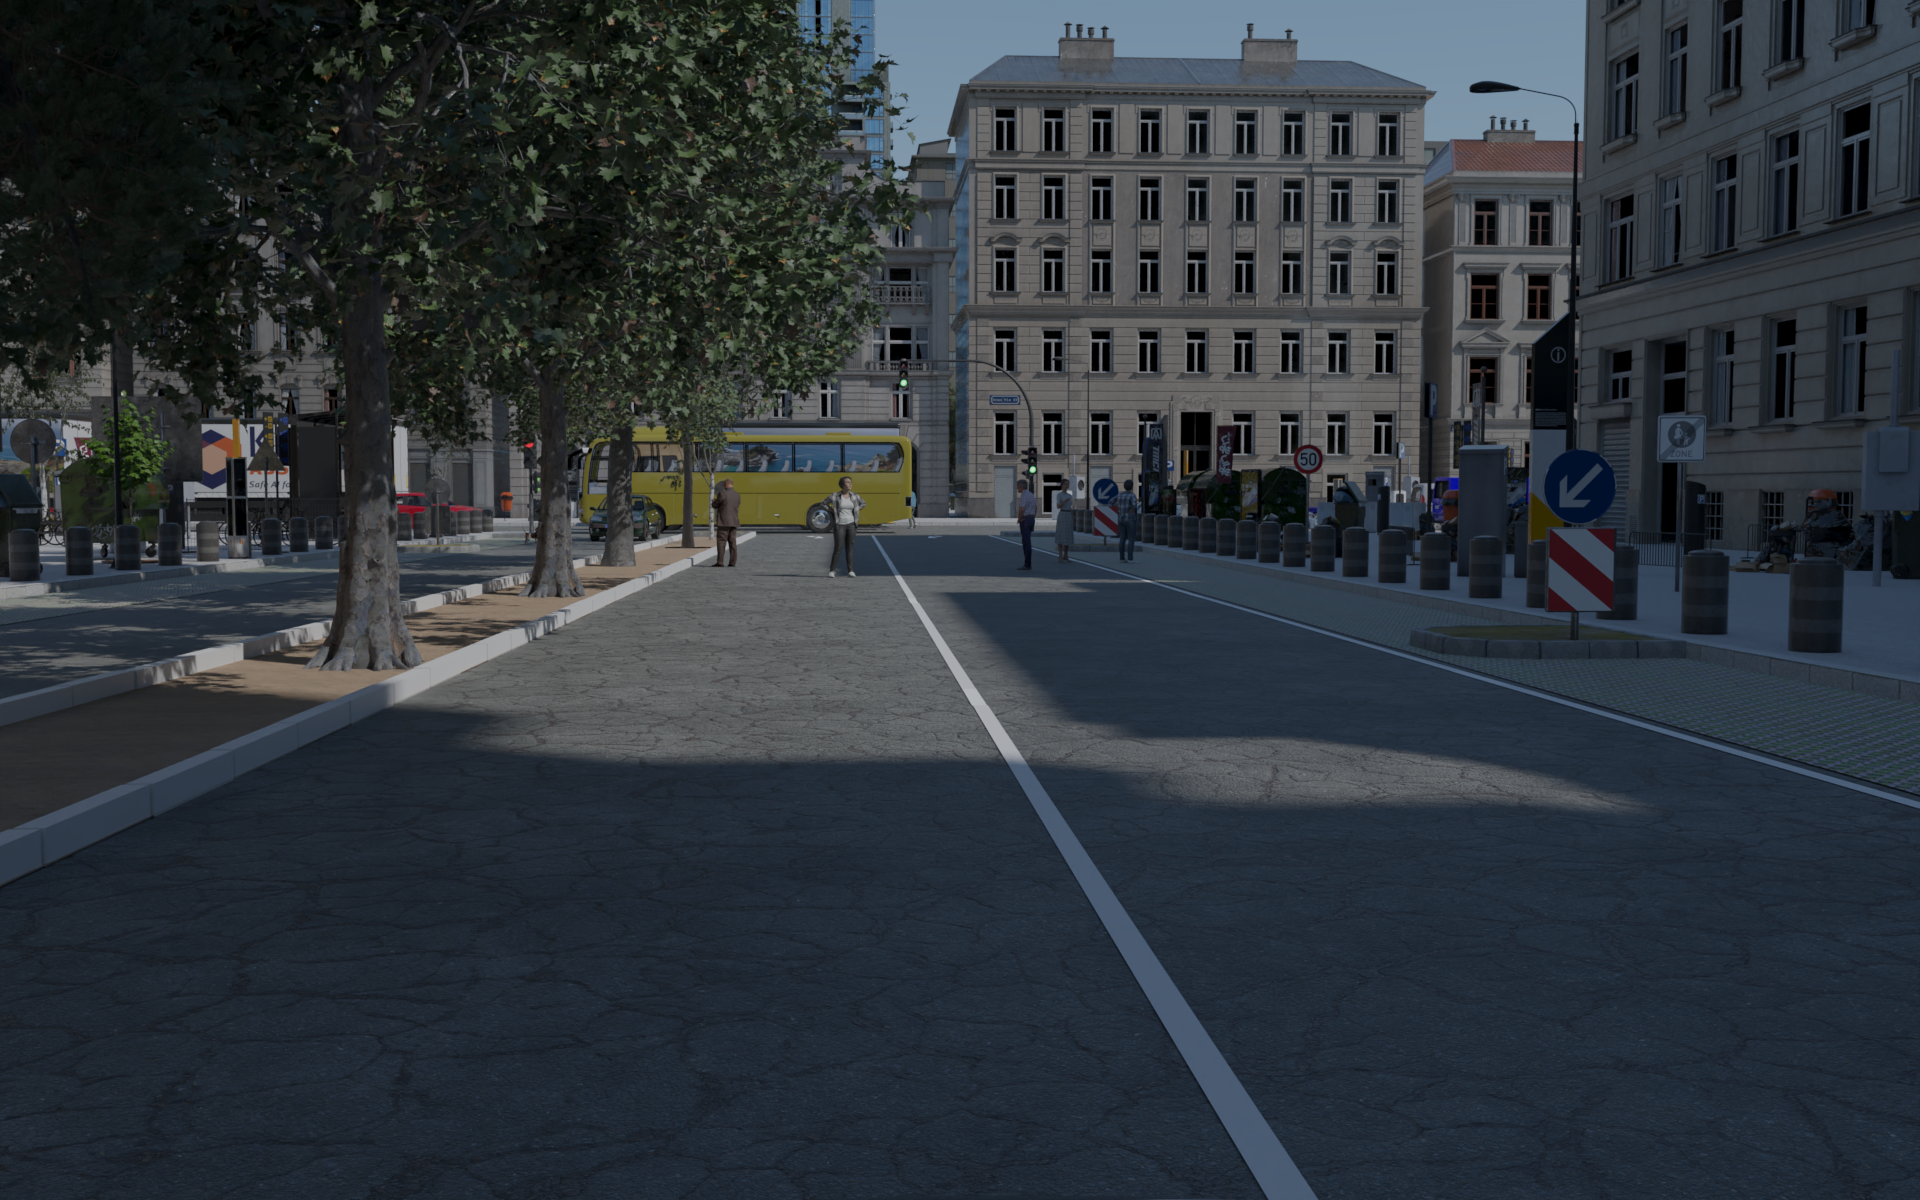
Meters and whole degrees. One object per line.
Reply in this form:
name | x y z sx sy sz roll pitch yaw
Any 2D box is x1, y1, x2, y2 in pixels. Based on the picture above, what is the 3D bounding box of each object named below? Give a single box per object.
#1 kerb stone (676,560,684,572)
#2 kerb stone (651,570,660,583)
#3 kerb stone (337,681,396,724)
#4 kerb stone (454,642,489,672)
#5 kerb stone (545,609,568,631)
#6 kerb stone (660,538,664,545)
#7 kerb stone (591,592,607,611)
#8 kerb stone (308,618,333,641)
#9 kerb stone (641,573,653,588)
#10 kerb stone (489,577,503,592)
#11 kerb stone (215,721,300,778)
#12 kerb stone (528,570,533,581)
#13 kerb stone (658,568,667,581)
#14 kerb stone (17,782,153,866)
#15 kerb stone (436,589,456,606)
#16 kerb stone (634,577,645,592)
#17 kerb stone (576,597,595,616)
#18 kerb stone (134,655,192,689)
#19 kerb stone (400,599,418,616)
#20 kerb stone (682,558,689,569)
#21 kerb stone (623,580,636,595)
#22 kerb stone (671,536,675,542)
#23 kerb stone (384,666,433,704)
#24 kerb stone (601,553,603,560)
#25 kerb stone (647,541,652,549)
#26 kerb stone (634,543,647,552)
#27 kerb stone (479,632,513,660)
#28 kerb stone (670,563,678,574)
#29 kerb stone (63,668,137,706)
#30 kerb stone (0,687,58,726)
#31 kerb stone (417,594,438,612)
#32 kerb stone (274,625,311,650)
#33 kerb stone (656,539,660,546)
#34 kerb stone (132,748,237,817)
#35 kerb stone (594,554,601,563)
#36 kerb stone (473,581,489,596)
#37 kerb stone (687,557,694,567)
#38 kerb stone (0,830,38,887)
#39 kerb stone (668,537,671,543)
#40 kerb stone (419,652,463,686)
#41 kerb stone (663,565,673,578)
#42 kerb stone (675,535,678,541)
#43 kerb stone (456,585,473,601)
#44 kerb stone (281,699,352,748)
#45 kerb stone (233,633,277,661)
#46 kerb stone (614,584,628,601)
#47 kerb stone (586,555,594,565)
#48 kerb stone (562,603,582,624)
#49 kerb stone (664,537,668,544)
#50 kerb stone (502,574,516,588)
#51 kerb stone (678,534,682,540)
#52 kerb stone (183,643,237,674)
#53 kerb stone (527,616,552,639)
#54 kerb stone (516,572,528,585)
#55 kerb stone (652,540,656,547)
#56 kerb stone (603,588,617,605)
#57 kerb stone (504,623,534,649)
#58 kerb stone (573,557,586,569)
kerb stone | -5.226 -0.586 31.769 0.120 0.150 1.000 0 4 -4
kerb stone | -4.954 -0.334 27.657 0.120 0.150 1.000 0 4 -4
kerb stone | -3.872 0.670 11.248 0.120 0.150 1.000 0 4 -4
kerb stone | -4.083 0.484 14.336 0.120 0.150 1.000 0 4 -4
kerb stone | -4.349 0.236 18.445 0.120 0.150 1.000 0 4 -4
kerb stone | -8.392 -1.577 47.985 0.120 0.150 1.000 0 4 -4
kerb stone | -4.545 0.042 21.513 0.120 0.150 1.000 0 4 -4
kerb stone | -6.367 0.304 17.234 0.120 0.150 1.000 0 4 -4
kerb stone | -4.882 -0.272 26.636 0.120 0.150 1.000 0 4 -4
kerb stone | -6.905 -0.197 25.430 0.120 0.150 1.000 0 4 -4
kerb stone | -3.740 0.795 9.203 0.120 0.150 1.000 0 4 -4
kerb stone | -7.109 -0.381 28.505 0.120 0.150 1.000 0 4 -4
kerb stone | -5.014 -0.397 28.680 0.120 0.150 1.000 0 4 -4
kerb stone | -3.608 0.921 7.156 0.120 0.150 1.000 0 4 -4
kerb stone | -6.708 -0.007 22.354 0.120 0.150 1.000 0 4 -4
kerb stone | -4.813 -0.209 25.614 0.120 0.150 1.000 0 4 -4
kerb stone | -4.483 0.104 20.491 0.120 0.150 1.000 0 4 -4
kerb stone | -6.096 0.560 13.134 0.120 0.150 1.000 0 4 -4
kerb stone | -6.574 0.116 20.304 0.120 0.150 1.000 0 4 -4
kerb stone | -5.288 -0.648 32.792 0.120 0.150 1.000 0 4 -4
kerb stone | -4.753 -0.145 24.587 0.120 0.150 1.000 0 4 -4
kerb stone | -8.583 -1.765 51.053 0.120 0.150 1.000 0 4 -4
kerb stone | -3.941 0.613 12.286 0.120 0.150 1.000 0 4 -4
kerb stone | -7.653 -0.887 36.702 0.120 0.150 1.000 0 4 -4
kerb stone | -8.180 -1.388 44.909 0.120 0.150 1.000 0 4 -4
kerb stone | -8.122 -1.327 43.887 0.120 0.150 1.000 0 4 -4
kerb stone | -4.143 0.418 15.358 0.120 0.150 1.000 0 4 -4
kerb stone | -5.158 -0.521 30.738 0.120 0.150 1.000 0 4 -4
kerb stone | -6.040 0.617 12.110 0.120 0.150 1.000 0 4 -4
kerb stone | -5.968 0.682 11.088 0.120 0.150 1.000 0 4 -4
kerb stone | -6.636 0.058 21.327 0.120 0.150 1.000 0 4 -4
kerb stone | -6.310 0.366 16.206 0.120 0.150 1.000 0 4 -4
kerb stone | -8.326 -1.514 46.956 0.120 0.150 1.000 0 4 -4
kerb stone | -3.669 0.859 8.182 0.120 0.150 1.000 0 4 -4
kerb stone | -7.579 -0.824 35.672 0.120 0.150 1.000 0 4 -4
kerb stone | -6.844 -0.134 24.408 0.120 0.150 1.000 0 4 -4
kerb stone | -5.352 -0.711 33.814 0.120 0.150 1.000 0 4 -4
kerb stone | -3.548 0.983 6.134 0.120 0.150 1.000 0 4 -4
kerb stone | -8.526 -1.702 50.030 0.120 0.150 1.000 0 4 -4
kerb stone | -4.008 0.544 13.307 0.120 0.150 1.000 0 4 -4
kerb stone | -5.080 -0.458 29.709 0.120 0.150 1.000 0 4 -4
kerb stone | -8.655 -1.828 52.076 0.120 0.150 1.000 0 4 -4
kerb stone | -6.776 -0.068 23.376 0.120 0.150 1.000 0 4 -4
kerb stone | -3.810 0.732 10.225 0.120 0.150 1.000 0 4 -4
kerb stone | -6.238 0.429 15.177 0.120 0.150 1.000 0 4 -4
kerb stone | -4.681 -0.081 23.564 0.120 0.150 1.000 0 4 -4
kerb stone | -7.511 -0.762 34.647 0.120 0.150 1.000 0 4 -4
kerb stone | -4.410 0.169 19.467 0.120 0.150 1.000 0 4 -4
kerb stone | -8.449 -1.638 49.008 0.120 0.150 1.000 0 4 -4
kerb stone | -6.979 -0.261 26.458 0.120 0.150 1.000 0 4 -4
kerb stone | -8.718 -1.890 53.098 0.120 0.150 1.000 0 4 -4
kerb stone | -6.169 0.492 14.155 0.120 0.150 1.000 0 4 -4
kerb stone | -4.278 0.296 17.414 0.120 0.150 1.000 0 4 -4
kerb stone | -7.044 -0.321 27.480 0.120 0.150 1.000 0 4 -4
kerb stone | -8.251 -1.448 45.932 0.120 0.150 1.000 0 4 -4
kerb stone | -4.620 -0.021 22.535 0.120 0.150 1.000 0 4 -4
kerb stone | -4.209 0.355 16.392 0.120 0.150 1.000 0 4 -4
kerb stone | -7.445 -0.696 33.625 0.120 0.150 1.000 0 4 -4
